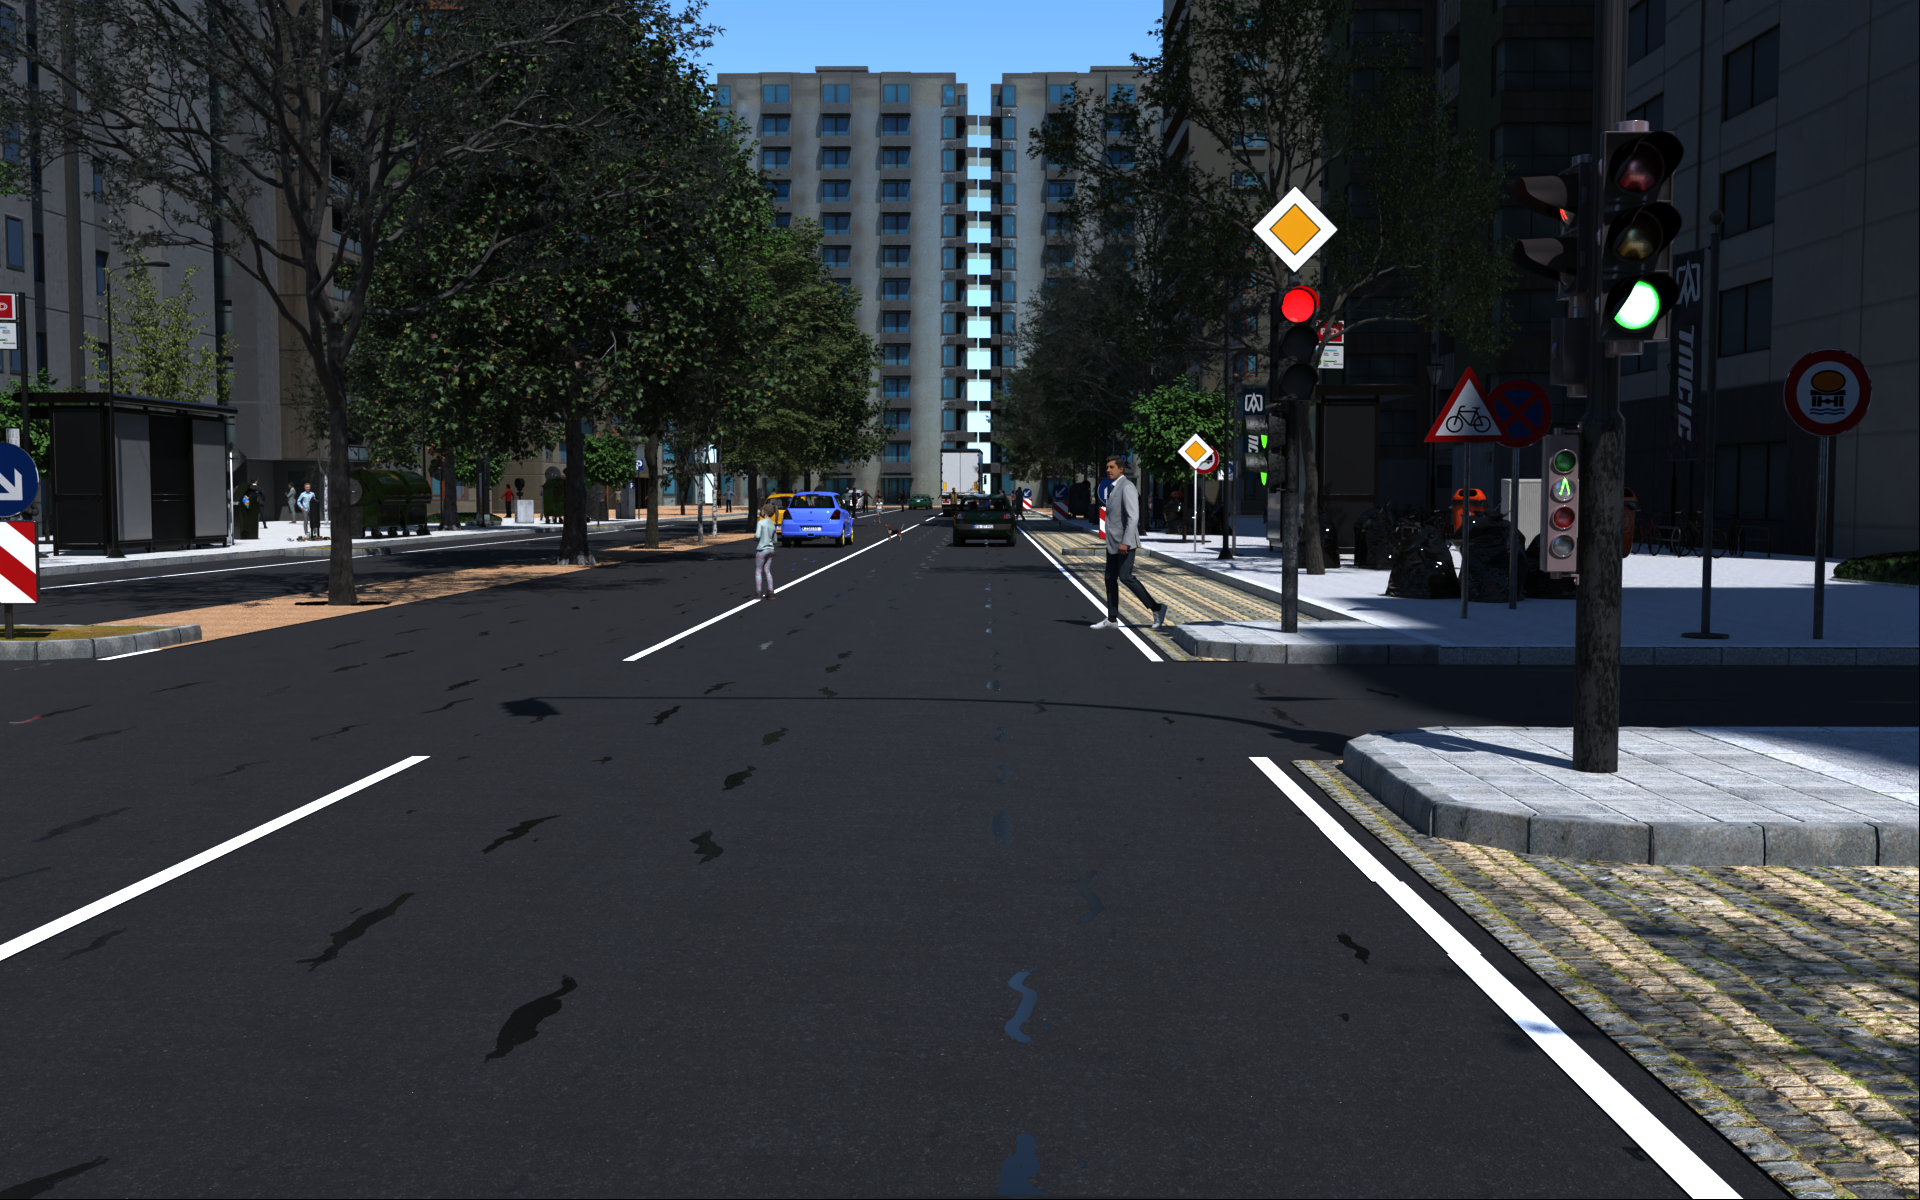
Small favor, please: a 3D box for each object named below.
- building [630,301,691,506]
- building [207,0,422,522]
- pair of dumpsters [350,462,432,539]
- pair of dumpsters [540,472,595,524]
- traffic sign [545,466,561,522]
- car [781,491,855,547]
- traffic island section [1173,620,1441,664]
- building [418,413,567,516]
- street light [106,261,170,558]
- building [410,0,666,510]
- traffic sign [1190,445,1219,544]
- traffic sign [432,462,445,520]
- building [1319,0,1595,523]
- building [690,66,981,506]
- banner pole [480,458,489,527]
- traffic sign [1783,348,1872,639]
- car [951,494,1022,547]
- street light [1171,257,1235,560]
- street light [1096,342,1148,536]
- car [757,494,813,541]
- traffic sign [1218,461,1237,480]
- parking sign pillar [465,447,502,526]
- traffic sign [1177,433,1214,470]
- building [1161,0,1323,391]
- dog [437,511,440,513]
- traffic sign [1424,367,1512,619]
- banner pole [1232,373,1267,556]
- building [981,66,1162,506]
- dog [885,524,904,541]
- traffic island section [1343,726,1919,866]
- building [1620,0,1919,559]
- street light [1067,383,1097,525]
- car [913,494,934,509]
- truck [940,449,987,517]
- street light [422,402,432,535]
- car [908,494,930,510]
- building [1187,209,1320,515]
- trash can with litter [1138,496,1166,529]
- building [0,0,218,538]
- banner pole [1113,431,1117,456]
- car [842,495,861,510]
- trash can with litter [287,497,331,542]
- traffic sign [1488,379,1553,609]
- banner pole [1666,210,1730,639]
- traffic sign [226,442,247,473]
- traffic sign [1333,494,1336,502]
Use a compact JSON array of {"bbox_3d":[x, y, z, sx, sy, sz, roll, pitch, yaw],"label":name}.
[{"bbox_3d":[-43.674,-35.319,197.081,30.456,49.044,23.786,0,4,1],"label":"building"},{"bbox_3d":[-35.668,-24.491,84.018,14.154,41.232,14.086,0,4,1],"label":"building"},{"bbox_3d":[-17.001,-2.970,51.059,1.574,2.255,4.437,0,4,1],"label":"pair of dumpsters"},{"bbox_3d":[-17.118,-4.475,75.658,1.574,2.255,4.437,0,4,1],"label":"pair of dumpsters"},{"bbox_3d":[-18.751,-4.870,79.726,0.768,2.556,0.104,0,4,8],"label":"traffic sign"},{"bbox_3d":[-3.902,-2.338,47.813,1.945,1.707,3.694,0,4,2],"label":"car"},{"bbox_3d":[3.075,0.381,16.058,2.009,0.180,2.903,0,4,1],"label":"traffic island section"},{"bbox_3d":[-41.301,-16.045,107.382,27.650,21.520,28.899,0,4,1],"label":"building"},{"bbox_3d":[-16.415,-3.796,34.610,1.470,5.913,1.316,0,4,1],"label":"street light"},{"bbox_3d":[-41.117,-30.026,145.549,28.867,44.769,22.147,0,4,1],"label":"building"},{"bbox_3d":[6.192,-2.687,44.035,0.768,2.556,0.104,1,4,9],"label":"traffic sign"},{"bbox_3d":[-20.132,-4.103,67.193,0.768,2.556,0.104,0,4,7],"label":"traffic sign"},{"bbox_3d":[24.409,-19.080,83.664,14.160,30.474,14.107,0,4,1],"label":"building"},{"bbox_3d":[-13.219,-35.300,196.765,30.456,49.044,23.786,0,4,1],"label":"building"},{"bbox_3d":[-18.398,-4.708,67.000,0.401,3.779,0.863,0,4,1],"label":"banner pole"},{"bbox_3d":[7.595,-0.927,15.255,0.768,2.556,0.104,0,4,2],"label":"traffic sign"},{"bbox_3d":[0.719,-2.370,48.541,2.009,1.686,4.222,0,4,3],"label":"car"},{"bbox_3d":[4.686,-3.754,33.924,1.470,5.913,1.316,0,4,1],"label":"street light"},{"bbox_3d":[5.059,-4.930,53.148,1.470,5.913,1.316,0,4,1],"label":"street light"},{"bbox_3d":[-5.341,-2.698,54.336,2.015,1.641,3.980,0,4,0],"label":"car"},{"bbox_3d":[8.212,-3.123,53.185,0.606,2.300,0.079,0,4,3],"label":"traffic sign"},{"bbox_3d":[-19.446,-5.019,70.537,1.447,3.967,1.447,-1,4,-20],"label":"parking sign pillar"},{"bbox_3d":[5.089,-2.297,37.295,0.795,2.593,0.064,0,4,4],"label":"traffic sign"},{"bbox_3d":[28.561,-31.853,144.501,21.300,48.544,21.600,0,4,1],"label":"building"},{"bbox_3d":[-26.684,-4.297,87.992,0.748,0.427,0.550,1,4,23],"label":"dog"},{"bbox_3d":[5.199,-1.087,17.781,0.884,2.594,0.081,0,4,3],"label":"traffic sign"},{"bbox_3d":[5.939,-2.812,35.993,0.863,3.779,0.401,0,4,-2],"label":"banner pole"},{"bbox_3d":[17.395,-35.294,196.659,30.456,49.044,23.786,0,4,1],"label":"building"},{"bbox_3d":[-2.003,-2.058,52.932,0.406,0.507,0.540,2,4,26],"label":"dog"},{"bbox_3d":[2.967,0.869,8.074,2.009,0.180,2.903,0,4,1],"label":"traffic island section"},{"bbox_3d":[27.739,-36.549,35.822,20.611,71.187,20.563,0,4,1],"label":"building"},{"bbox_3d":[5.166,-6.099,72.254,1.470,5.913,1.316,0,4,1],"label":"street light"},{"bbox_3d":[-3.544,-9.353,164.720,2.131,1.459,4.920,0,4,1],"label":"car"},{"bbox_3d":[0.211,-7.543,112.247,2.839,4.237,11.283,0,4,2],"label":"truck"},{"bbox_3d":[-16.223,-4.990,54.126,1.470,5.913,1.316,0,4,1],"label":"street light"},{"bbox_3d":[-3.781,-9.026,159.377,2.131,1.459,4.920,0,4,0],"label":"car"},{"bbox_3d":[31.188,-16.787,119.513,27.650,21.520,28.899,0,4,1],"label":"building"},{"bbox_3d":[6.985,-3.201,63.392,2.233,1.210,1.678,-3,5,-40],"label":"trash can with litter"},{"bbox_3d":[-37.695,-30.927,47.660,21.231,58.520,28.212,0,4,1],"label":"building"},{"bbox_3d":[6.126,-4.822,68.851,0.401,3.779,0.863,0,4,-2],"label":"banner pole"},{"bbox_3d":[-9.905,-8.730,155.098,2.083,1.381,4.827,0,4,0],"label":"car"},{"bbox_3d":[-18.026,-2.243,47.733,1.678,1.210,2.233,0,4,-1],"label":"trash can with litter"},{"bbox_3d":[6.162,-1.170,19.230,0.768,2.556,0.104,0,4,3],"label":"traffic sign"},{"bbox_3d":[6.624,-1.565,15.608,0.401,3.779,0.863,-1,4,-11],"label":"banner pole"},{"bbox_3d":[-18.373,-2.688,43.687,0.795,2.593,0.064,0,4,2],"label":"traffic sign"},{"bbox_3d":[9.113,-2.569,42.116,0.768,2.556,0.104,1,4,10],"label":"traffic sign"}]
